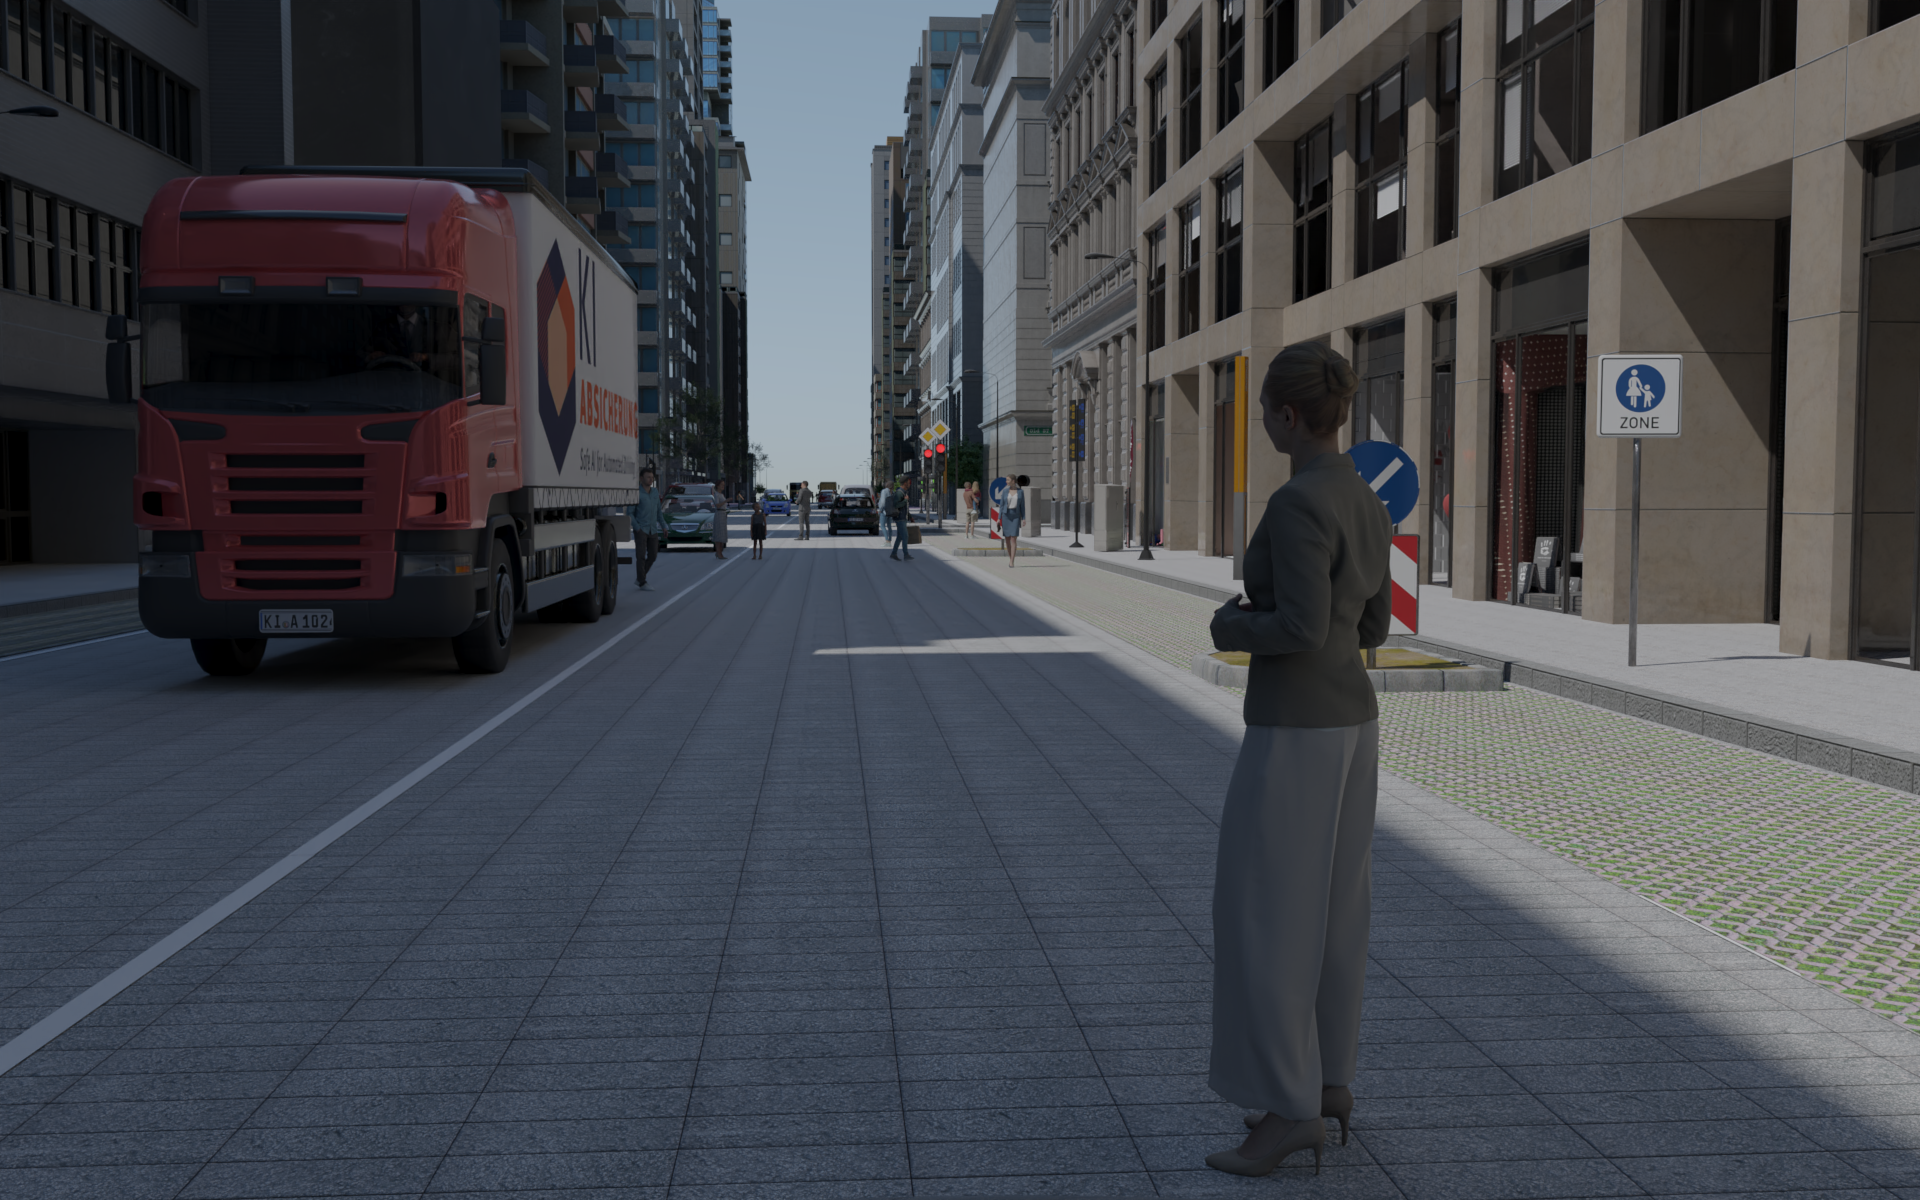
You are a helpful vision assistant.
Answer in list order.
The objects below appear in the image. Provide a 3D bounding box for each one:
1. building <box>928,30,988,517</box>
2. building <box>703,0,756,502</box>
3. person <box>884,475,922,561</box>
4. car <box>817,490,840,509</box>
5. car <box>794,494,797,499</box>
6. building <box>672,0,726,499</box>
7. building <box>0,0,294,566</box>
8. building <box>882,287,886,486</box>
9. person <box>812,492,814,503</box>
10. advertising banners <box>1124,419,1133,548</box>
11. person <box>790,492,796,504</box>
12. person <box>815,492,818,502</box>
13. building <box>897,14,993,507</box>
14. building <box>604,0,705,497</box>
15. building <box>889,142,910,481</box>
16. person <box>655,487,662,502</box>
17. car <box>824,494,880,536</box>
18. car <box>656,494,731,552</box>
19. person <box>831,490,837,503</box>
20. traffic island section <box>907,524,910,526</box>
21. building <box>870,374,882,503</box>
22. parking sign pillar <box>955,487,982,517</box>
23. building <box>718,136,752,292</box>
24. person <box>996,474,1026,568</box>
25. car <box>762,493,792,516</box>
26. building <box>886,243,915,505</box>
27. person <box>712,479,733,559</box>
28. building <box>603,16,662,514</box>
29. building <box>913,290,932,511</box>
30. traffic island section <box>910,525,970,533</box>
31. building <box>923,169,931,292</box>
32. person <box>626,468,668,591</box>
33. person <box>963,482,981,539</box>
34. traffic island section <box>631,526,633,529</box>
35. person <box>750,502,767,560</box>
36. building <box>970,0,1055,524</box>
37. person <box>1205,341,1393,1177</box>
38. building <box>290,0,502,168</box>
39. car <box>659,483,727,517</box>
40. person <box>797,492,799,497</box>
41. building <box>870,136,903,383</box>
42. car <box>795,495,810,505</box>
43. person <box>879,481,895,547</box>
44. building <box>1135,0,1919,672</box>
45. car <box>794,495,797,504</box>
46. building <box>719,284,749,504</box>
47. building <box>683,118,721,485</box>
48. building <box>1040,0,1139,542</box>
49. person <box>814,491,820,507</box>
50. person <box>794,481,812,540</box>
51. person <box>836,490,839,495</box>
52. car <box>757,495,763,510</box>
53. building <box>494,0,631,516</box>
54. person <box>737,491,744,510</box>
[{"bbox_3d":[4.358,-20.500,112.674,11.434,29.767,29.804,0,4,-4],"label":"building"},{"bbox_3d":[-44.934,-59.509,285.635,22.319,86.520,31.000,0,4,-4],"label":"building"},{"bbox_3d":[-1.192,-1.730,36.775,0.713,1.824,0.794,2,4,27],"label":"person"},{"bbox_3d":[-12.684,-9.718,167.565,2.281,1.827,5.304,0,4,-3],"label":"car"},{"bbox_3d":[-25.309,-16.140,273.680,2.009,1.686,4.222,0,4,-3],"label":"car"},{"bbox_3d":[-37.827,-46.557,199.452,20.563,71.187,20.611,0,4,-4],"label":"building"},{"bbox_3d":[-20.329,-12.455,22.711,14.314,24.678,30.058,0,4,-4],"label":"building"},{"bbox_3d":[-3.923,-28.749,241.742,14.160,30.474,14.107,0,4,-4],"label":"building"},{"bbox_3d":[-23.178,-16.154,272.761,0.705,1.807,1.348,1,4,9],"label":"person"},{"bbox_3d":[4.020,-2.754,41.221,0.090,3.025,2.074,0,4,2],"label":"advertising banners"},{"bbox_3d":[-25.243,-15.426,261.427,1.217,1.735,0.721,2,4,34],"label":"person"},{"bbox_3d":[-24.942,-17.943,302.388,0.721,1.766,1.217,2,4,29],"label":"person"},{"bbox_3d":[5.627,-34.201,178.799,23.786,49.044,30.456,0,4,-4],"label":"building"},{"bbox_3d":[-36.330,-33.065,160.227,23.786,49.044,30.456,0,4,-4],"label":"building"},{"bbox_3d":[-1.648,-34.600,215.827,14.600,45.320,14.200,0,4,-4],"label":"building"},{"bbox_3d":[-15.837,-5.026,90.852,0.590,1.801,0.661,0,4,2],"label":"person"},{"bbox_3d":[-3.785,-3.146,61.228,2.009,1.686,4.222,0,4,-6],"label":"car"},{"bbox_3d":[-6.954,-2.001,44.522,2.131,1.459,4.920,0,4,-6],"label":"car"},{"bbox_3d":[-10.556,-8.366,145.629,0.623,1.781,0.721,-1,4,-11],"label":"person"},{"bbox_3d":[-1.325,-3.096,72.893,2.009,0.180,2.903,0,4,-4],"label":"traffic island section"},{"bbox_3d":[0.519,-25.661,264.596,27.650,21.520,28.899,0,4,-4],"label":"building"},{"bbox_3d":[0.473,-6.587,96.167,1.447,3.967,1.447,-2,4,-34],"label":"parking sign pillar"},{"bbox_3d":[-45.716,-40.862,257.330,28.713,52.752,27.495,0,4,-4],"label":"building"},{"bbox_3d":[1.029,-1.542,33.734,0.581,1.822,0.654,1,4,21],"label":"person"},{"bbox_3d":[-11.841,-6.285,112.342,1.945,1.707,3.694,0,4,-4],"label":"car"},{"bbox_3d":[-0.964,-26.267,201.171,14.160,30.474,14.107,0,4,-4],"label":"building"},{"bbox_3d":[-5.192,-1.774,38.068,0.524,1.755,0.480,1,4,9],"label":"person"},{"bbox_3d":[-37.393,-26.096,118.551,32.217,40.220,23.993,0,4,-4],"label":"building"},{"bbox_3d":[1.966,-16.725,138.075,10.561,19.102,19.286,0,4,-4],"label":"building"},{"bbox_3d":[-0.721,-2.609,64.931,2.009,0.180,2.903,0,4,-4],"label":"traffic island section"},{"bbox_3d":[3.597,-23.560,156.909,14.160,30.474,14.107,0,4,-4],"label":"building"},{"bbox_3d":[-4.710,-1.058,25.824,0.620,1.820,0.660,2,4,34],"label":"person"},{"bbox_3d":[0.390,-2.873,55.453,0.580,1.828,0.573,0,4,-1],"label":"person"},{"bbox_3d":[-13.931,-3.038,71.945,2.009,0.180,2.903,0,4,-4],"label":"traffic island section"},{"bbox_3d":[-4.407,-1.512,37.887,0.362,1.253,0.373,0,4,-2],"label":"person"},{"bbox_3d":[23.161,-18.747,82.927,44.131,29.872,17.030,0,4,-4],"label":"building"},{"bbox_3d":[0.726,0.321,3.801,0.362,1.759,0.519,2,4,35],"label":"person"},{"bbox_3d":[-23.870,-13.815,55.558,15.834,23.373,12.332,0,4,-4],"label":"building"},{"bbox_3d":[-8.905,-2.984,57.468,2.281,1.827,5.304,0,4,-2],"label":"car"},{"bbox_3d":[-22.080,-13.859,236.016,0.541,1.710,0.530,-3,5,-44],"label":"person"},{"bbox_3d":[-4.397,-45.852,291.678,21.231,58.520,28.212,0,4,-4],"label":"building"},{"bbox_3d":[-20.148,-13.023,222.714,2.009,1.686,4.222,0,4,-3],"label":"car"},{"bbox_3d":[-1.980,-2.355,47.277,0.793,1.790,0.793,0,4,3],"label":"person"},{"bbox_3d":[15.264,-13.577,26.505,19.350,26.468,34.151,0,4,-4],"label":"building"},{"bbox_3d":[-22.256,-14.303,242.656,1.959,1.807,4.718,0,4,-3],"label":"car"},{"bbox_3d":[-36.407,-28.473,237.231,14.160,30.474,14.107,0,4,-4],"label":"building"},{"bbox_3d":[-32.926,-30.567,183.372,14.154,41.232,14.086,0,4,-4],"label":"building"},{"bbox_3d":[8.817,-13.784,54.252,11.050,23.489,19.941,0,4,-4],"label":"building"},{"bbox_3d":[-16.129,-11.606,198.393,1.348,1.807,0.705,-1,4,-17],"label":"person"},{"bbox_3d":[-4.889,-2.774,53.656,0.447,1.846,0.655,2,4,35],"label":"person"},{"bbox_3d":[-13.649,-11.220,191.585,1.348,1.869,0.705,0,4,4],"label":"person"},{"bbox_3d":[-17.341,-8.841,156.904,2.083,1.381,4.827,0,4,-5],"label":"car"},{"bbox_3d":[-28.184,-26.301,84.644,22.147,44.769,28.867,0,4,-4],"label":"building"},{"bbox_3d":[-19.329,-8.750,152.284,0.721,1.735,1.217,-2,4,-34],"label":"person"}]
